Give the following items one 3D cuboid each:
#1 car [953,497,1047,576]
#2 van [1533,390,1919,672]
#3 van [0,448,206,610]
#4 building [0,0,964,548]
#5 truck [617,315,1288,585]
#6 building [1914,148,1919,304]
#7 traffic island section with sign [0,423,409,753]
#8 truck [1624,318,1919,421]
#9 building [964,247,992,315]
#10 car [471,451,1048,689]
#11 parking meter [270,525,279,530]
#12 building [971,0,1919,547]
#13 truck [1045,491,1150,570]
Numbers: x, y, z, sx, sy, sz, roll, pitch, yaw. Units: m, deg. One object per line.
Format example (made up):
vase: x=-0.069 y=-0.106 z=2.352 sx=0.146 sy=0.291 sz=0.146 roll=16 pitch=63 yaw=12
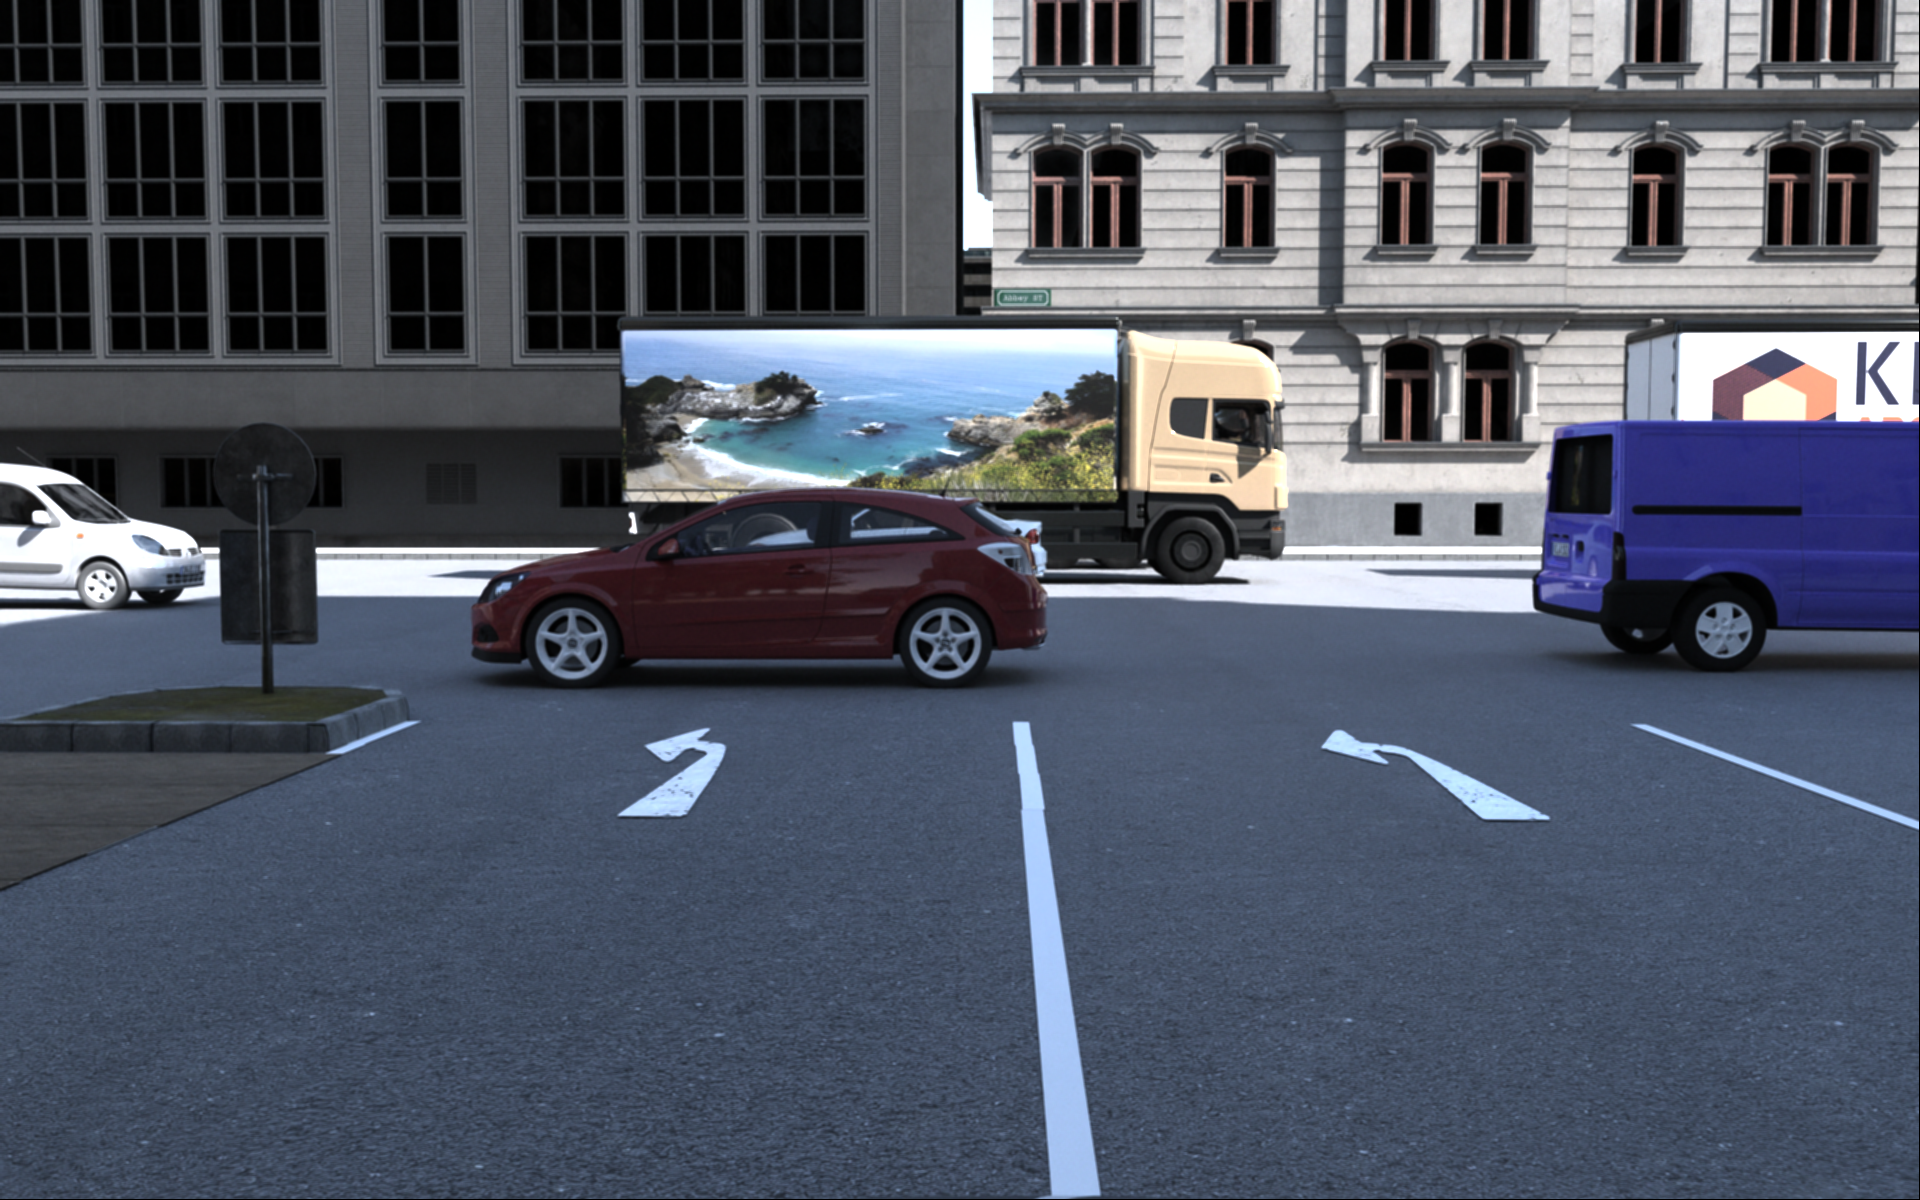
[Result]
car: x=-0.970 y=-0.828 z=25.542 sx=4.499 sy=1.417 sz=2.014 roll=0 pitch=4 yaw=2
van: x=7.770 y=-0.634 z=14.757 sx=5.245 sy=2.365 sz=2.240 roll=0 pitch=4 yaw=0
van: x=-11.855 y=-0.924 z=22.121 sx=4.112 sy=2.044 sz=2.013 roll=0 pitch=4 yaw=1
building: x=-11.911 y=-15.420 z=45.621 sx=24.014 sy=27.812 sz=14.314 roll=0 pitch=4 yaw=1
truck: x=0.256 y=-2.416 z=28.417 sx=11.283 sy=4.237 sz=2.839 roll=0 pitch=4 yaw=1
building: x=41.015 y=-13.838 z=45.330 sx=34.723 sy=24.649 sz=14.460 roll=0 pitch=4 yaw=1
traffic island section with sign: x=-4.482 y=-0.148 z=10.551 sx=2.006 sy=1.907 sz=1.989 roll=0 pitch=4 yaw=1
truck: x=17.125 y=-2.440 z=28.802 sx=11.283 sy=4.237 sz=2.839 roll=0 pitch=4 yaw=3
building: x=3.263 y=-26.517 z=205.255 sx=14.107 sy=30.474 sz=14.160 roll=0 pitch=4 yaw=1
car: x=-1.557 y=-0.276 z=13.549 sx=4.494 sy=1.783 sz=2.155 roll=0 pitch=4 yaw=0
parking meter: x=-15.436 y=-1.856 z=38.756 sx=0.372 sy=1.533 sz=0.369 roll=0 pitch=3 yaw=0
building: x=11.911 y=-15.888 z=47.153 sx=23.554 sy=28.519 sz=14.401 roll=0 pitch=4 yaw=1
truck: x=-0.254 y=-2.749 z=33.863 sx=11.283 sy=4.237 sz=2.839 roll=0 pitch=4 yaw=-1
